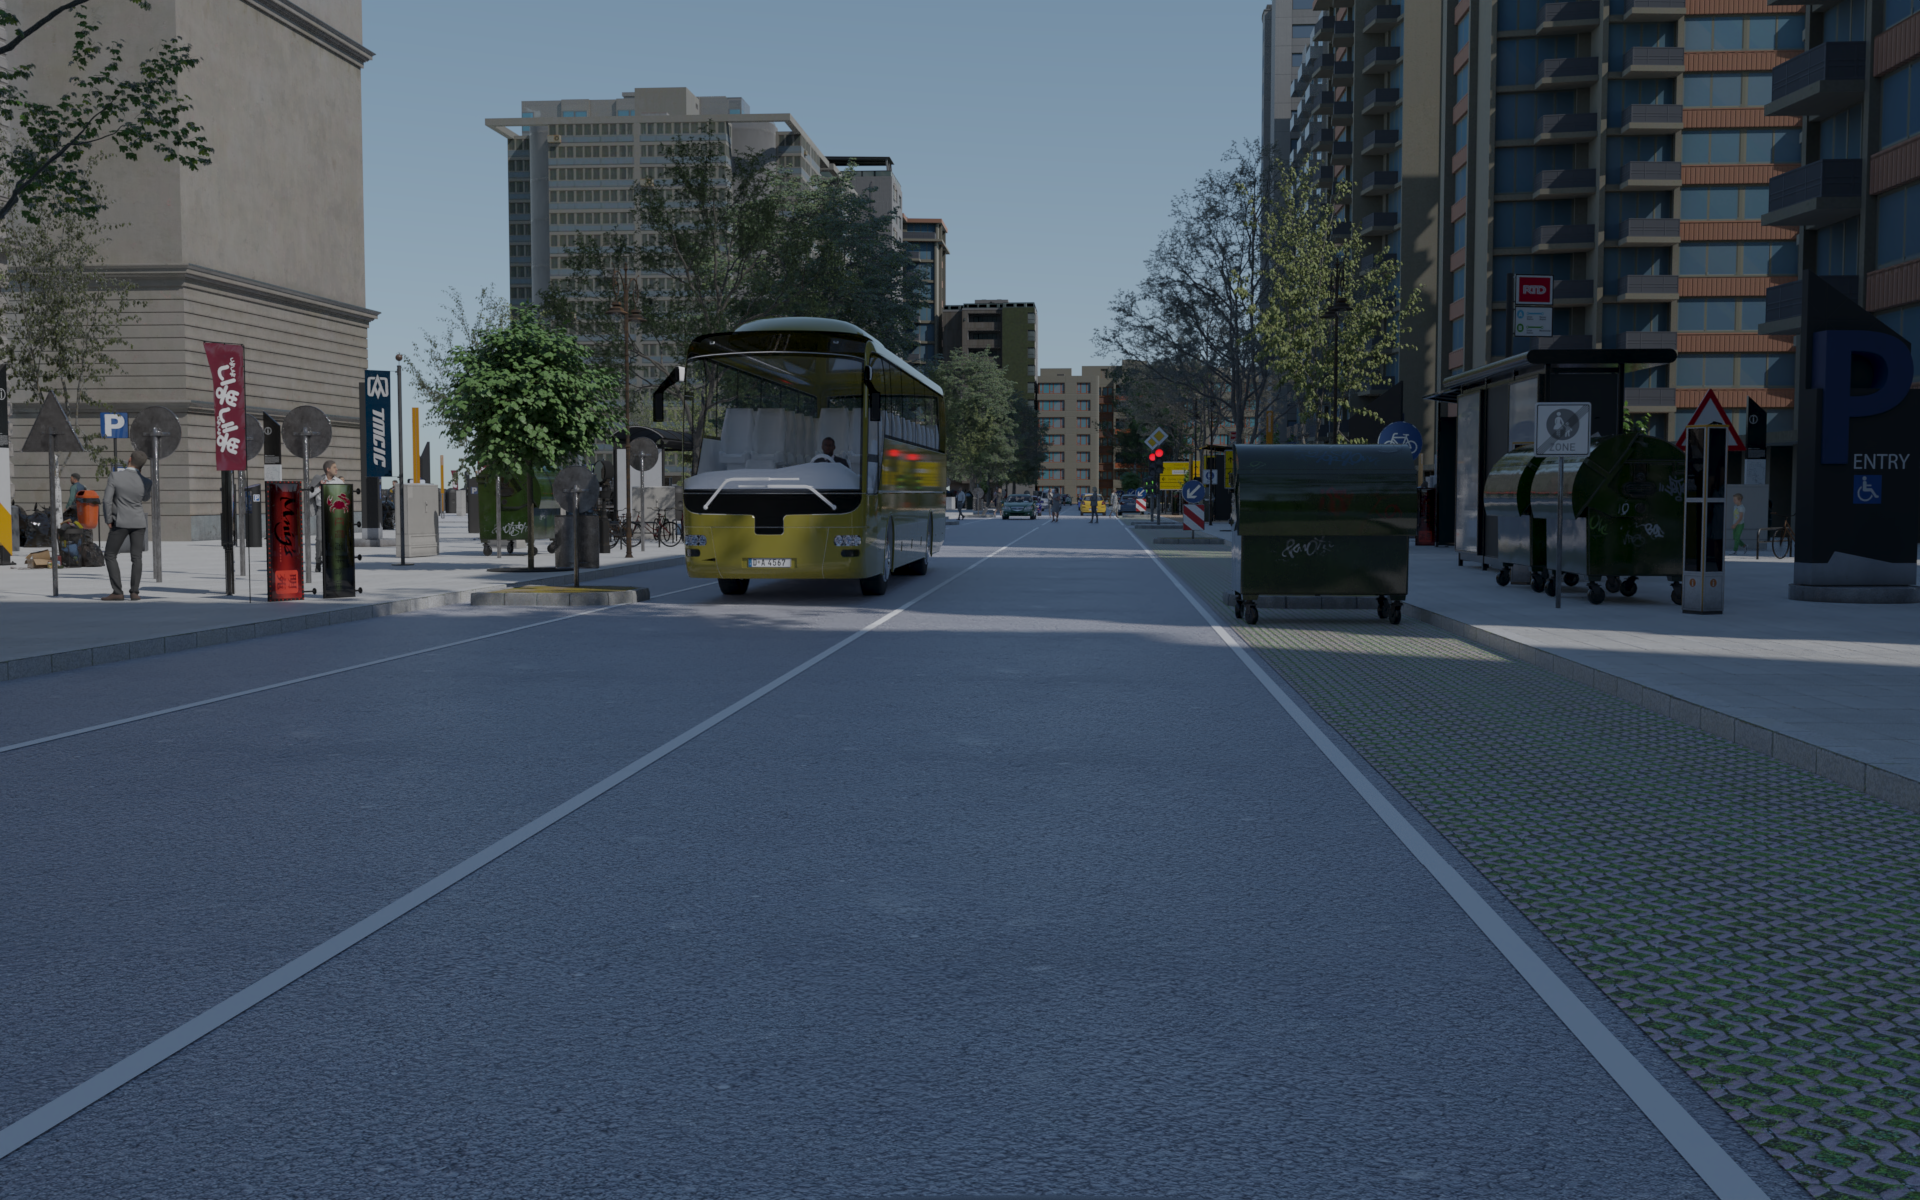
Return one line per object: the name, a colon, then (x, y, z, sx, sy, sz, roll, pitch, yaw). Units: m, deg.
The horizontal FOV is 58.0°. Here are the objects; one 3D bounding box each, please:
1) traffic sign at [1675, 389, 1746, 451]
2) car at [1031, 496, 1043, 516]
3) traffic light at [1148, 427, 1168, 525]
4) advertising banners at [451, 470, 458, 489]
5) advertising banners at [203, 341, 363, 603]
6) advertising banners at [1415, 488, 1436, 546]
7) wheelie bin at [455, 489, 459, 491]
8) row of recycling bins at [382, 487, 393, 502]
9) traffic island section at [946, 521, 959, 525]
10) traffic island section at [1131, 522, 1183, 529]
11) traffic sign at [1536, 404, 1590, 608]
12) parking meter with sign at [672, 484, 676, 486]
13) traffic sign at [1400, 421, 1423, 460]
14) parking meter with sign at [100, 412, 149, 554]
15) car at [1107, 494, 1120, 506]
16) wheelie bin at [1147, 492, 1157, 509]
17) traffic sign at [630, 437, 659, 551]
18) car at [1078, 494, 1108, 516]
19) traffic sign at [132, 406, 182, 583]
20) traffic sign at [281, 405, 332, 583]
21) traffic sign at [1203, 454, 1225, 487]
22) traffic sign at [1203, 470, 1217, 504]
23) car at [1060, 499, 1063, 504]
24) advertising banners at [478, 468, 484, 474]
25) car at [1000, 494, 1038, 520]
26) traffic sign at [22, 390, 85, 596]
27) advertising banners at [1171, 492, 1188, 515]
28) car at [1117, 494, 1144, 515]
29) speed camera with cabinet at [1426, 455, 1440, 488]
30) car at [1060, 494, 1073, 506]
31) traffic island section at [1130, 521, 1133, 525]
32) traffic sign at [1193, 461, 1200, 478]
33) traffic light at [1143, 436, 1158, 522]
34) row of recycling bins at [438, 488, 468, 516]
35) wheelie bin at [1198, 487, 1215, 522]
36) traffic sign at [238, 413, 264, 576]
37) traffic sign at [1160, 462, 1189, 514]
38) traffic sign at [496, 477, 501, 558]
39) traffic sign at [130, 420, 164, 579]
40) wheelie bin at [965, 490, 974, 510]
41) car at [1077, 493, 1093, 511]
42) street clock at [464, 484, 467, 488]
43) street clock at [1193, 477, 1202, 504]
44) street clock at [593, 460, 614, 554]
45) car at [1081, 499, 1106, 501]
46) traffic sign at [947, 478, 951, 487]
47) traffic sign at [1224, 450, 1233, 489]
traffic sign: (9.253, -1.312, 21.457, 0.884, 2.594, 0.081, 0, 4, 5)
car: (4.504, -6.194, 113.848, 1.945, 1.354, 3.894, 0, 4, 2)
traffic light: (8.255, -5.087, 72.094, 0.839, 4.253, 0.868, 0, 4, 4)
advertising banners: (-36.197, -7.988, 126.787, 2.074, 3.025, 0.090, -2, 4, -24)
advertising banners: (-8.067, -1.500, 20.709, 0.090, 3.025, 2.074, 2, 4, 33)
advertising banners: (11.567, -2.855, 42.867, 2.074, 3.025, 0.090, 1, 4, 14)
wheelie bin: (-42.307, -8.398, 145.210, 0.980, 1.594, 0.693, 0, 4, -6)
row of recycling bins: (-46.477, -8.112, 139.748, 1.069, 1.692, 3.534, 0, 4, -3)
traffic island section: (-1.099, -3.588, 80.945, 2.009, 0.180, 2.903, 0, 4, 4)
traffic island section: (8.294, -3.054, 72.205, 2.009, 0.180, 2.903, 0, 4, 4)
traffic sign: (6.730, -1.057, 19.419, 0.606, 2.300, 0.079, 0, 4, 5)
parking meter with sign: (-22.377, -8.491, 135.091, 1.738, 3.016, 0.543, -2, 4, -31)
traffic sign: (7.707, -1.853, 30.406, 0.768, 2.556, 0.104, 0, 4, 7)
parking meter with sign: (-18.231, -2.547, 37.899, 0.543, 3.016, 1.738, -1, 4, -11)
car: (17.335, -11.108, 191.841, 2.015, 1.641, 3.980, 0, 4, 6)
wheelie bin: (16.892, -8.847, 152.550, 0.980, 1.594, 0.693, 2, 4, 34)
traffic sign: (-7.099, -2.360, 38.692, 0.768, 2.556, 0.104, 1, 4, 13)
car: (8.804, -6.384, 114.602, 2.015, 1.641, 3.980, 0, 4, 4)
traffic sign: (-11.614, -1.525, 25.039, 0.768, 2.556, 0.104, 0, 4, 7)
traffic sign: (-9.381, -1.514, 24.865, 0.768, 2.556, 0.104, 0, 4, 7)
traffic sign: (13.620, -5.815, 88.950, 2.265, 3.308, 0.079, 0, 4, 8)
traffic sign: (10.522, -4.331, 72.935, 0.606, 2.300, 0.079, 1, 4, 11)
car: (8.911, -9.417, 166.544, 1.945, 1.354, 3.894, 0, 4, 3)
advertising banners: (-14.411, -3.610, 55.204, 2.074, 3.025, 0.090, -2, 4, -27)
car: (3.371, -5.283, 98.179, 2.131, 1.459, 4.920, 0, 4, 5)
traffic sign: (-11.372, -1.327, 21.706, 0.884, 2.594, 0.081, 1, 4, 11)
advertising banners: (13.618, -6.584, 103.841, 2.074, 3.025, 0.090, 2, 4, 30)
car: (11.522, -6.395, 116.558, 2.014, 1.417, 4.499, 0, 4, 6)
speed camera with cabinet: (24.512, -5.679, 87.188, 2.038, 3.252, 0.660, 0, 4, -7)
car: (13.025, -12.466, 215.624, 2.131, 1.459, 4.920, 0, 4, 4)
traffic island section: (8.912, -3.540, 80.167, 2.009, 0.180, 2.903, 0, 4, 4)
traffic sign: (14.917, -6.679, 103.082, 2.265, 3.308, 0.079, 1, 4, 9)
traffic light: (8.873, -5.574, 80.056, 0.839, 4.253, 0.868, 0, 4, 4)
row of recycling bins: (-33.997, -6.554, 114.271, 3.534, 1.692, 1.069, -2, 4, -35)
wheelie bin: (11.275, -4.412, 80.038, 0.980, 1.594, 0.693, -2, 4, -27)
traffic sign: (-11.232, -1.648, 27.052, 0.768, 2.556, 0.104, 0, 4, 7)
traffic sign: (13.647, -7.025, 108.734, 2.265, 3.308, 0.079, 1, 4, 12)
traffic sign: (-9.216, -2.107, 34.563, 0.768, 2.556, 0.104, 1, 4, 12)
traffic sign: (-12.139, -1.589, 26.078, 0.768, 2.556, 0.104, 0, 4, 7)
wheelie bin: (0.761, -8.205, 142.056, 0.693, 1.594, 0.980, 0, 4, -6)
car: (11.218, -8.687, 151.615, 1.945, 1.707, 3.694, 0, 4, 5)
street clock: (-35.309, -7.313, 124.137, 0.471, 2.002, 0.358, 2, 4, 32)
street clock: (9.879, -4.134, 72.161, 0.358, 2.002, 0.471, -1, 4, -13)
street clock: (-7.694, -2.009, 37.416, 0.471, 2.002, 0.358, 3, 5, 42)
car: (10.204, -7.367, 132.454, 2.014, 1.417, 4.499, 0, 4, 6)
traffic sign: (-1.107, -8.133, 133.079, 0.768, 2.556, 0.104, 1, 4, 10)
traffic sign: (13.288, -5.241, 79.556, 2.265, 3.308, 0.079, 1, 4, 12)
